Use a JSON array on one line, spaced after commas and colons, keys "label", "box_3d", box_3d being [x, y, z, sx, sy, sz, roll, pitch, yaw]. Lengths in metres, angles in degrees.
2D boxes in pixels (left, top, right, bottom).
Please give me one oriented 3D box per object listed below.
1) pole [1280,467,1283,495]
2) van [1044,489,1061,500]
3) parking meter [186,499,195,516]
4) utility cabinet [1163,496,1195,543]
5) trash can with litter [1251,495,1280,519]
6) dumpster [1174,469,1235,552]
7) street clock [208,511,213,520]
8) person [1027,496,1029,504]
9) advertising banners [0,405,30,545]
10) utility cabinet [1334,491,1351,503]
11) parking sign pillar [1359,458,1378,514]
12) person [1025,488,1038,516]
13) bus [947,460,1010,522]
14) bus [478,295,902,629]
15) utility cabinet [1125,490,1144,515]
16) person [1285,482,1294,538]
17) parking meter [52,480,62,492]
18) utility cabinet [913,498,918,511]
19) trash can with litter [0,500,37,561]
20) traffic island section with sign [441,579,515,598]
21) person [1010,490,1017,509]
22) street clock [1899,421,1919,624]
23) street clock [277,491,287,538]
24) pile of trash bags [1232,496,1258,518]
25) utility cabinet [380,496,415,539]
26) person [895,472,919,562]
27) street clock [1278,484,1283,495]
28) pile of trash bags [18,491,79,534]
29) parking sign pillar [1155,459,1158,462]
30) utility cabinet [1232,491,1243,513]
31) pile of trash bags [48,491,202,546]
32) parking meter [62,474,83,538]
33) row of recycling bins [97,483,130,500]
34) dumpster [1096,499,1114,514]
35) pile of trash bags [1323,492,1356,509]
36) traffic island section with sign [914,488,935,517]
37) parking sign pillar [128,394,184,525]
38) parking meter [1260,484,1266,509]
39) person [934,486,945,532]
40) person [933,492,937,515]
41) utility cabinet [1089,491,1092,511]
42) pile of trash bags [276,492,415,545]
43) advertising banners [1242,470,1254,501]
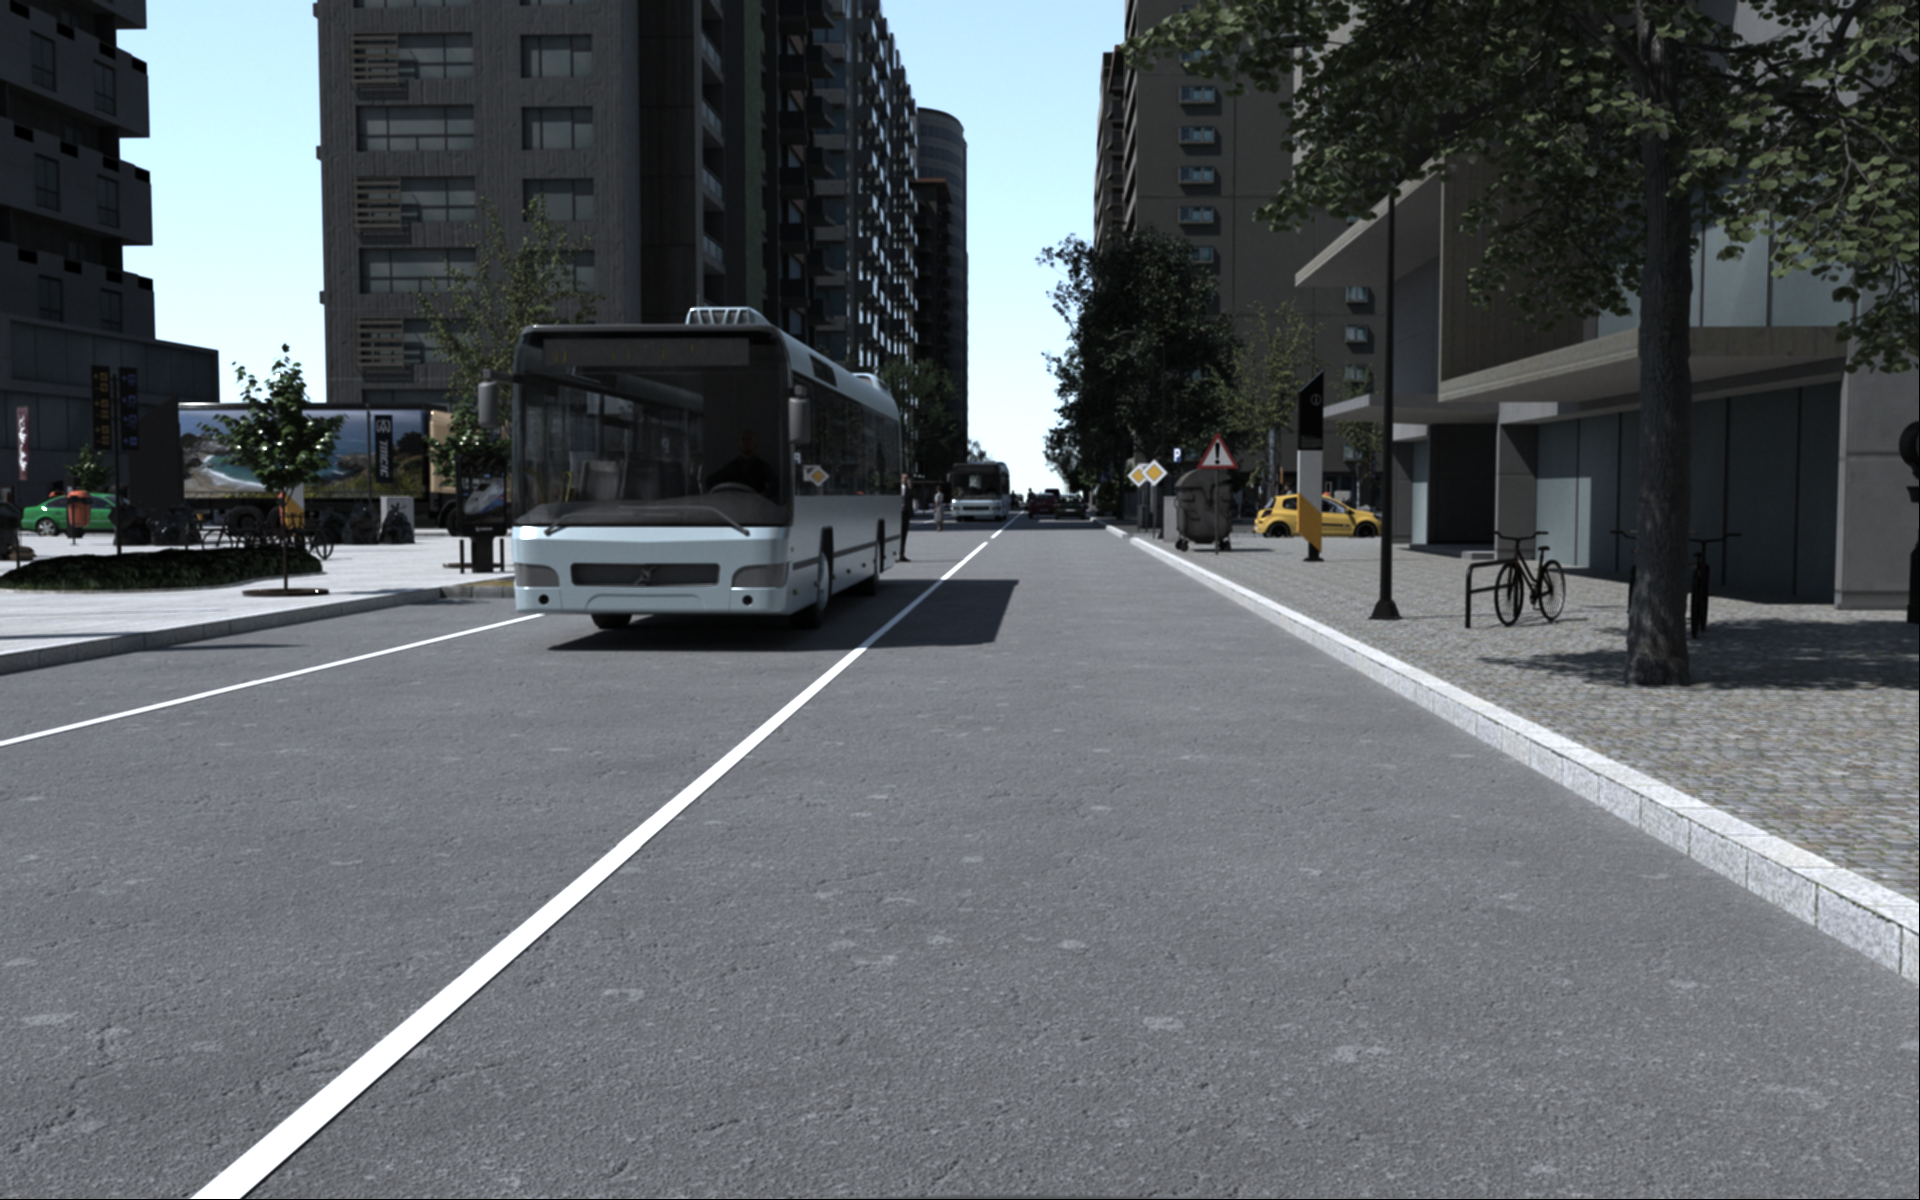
[{"label": "pole", "box_3d": [24.292, -8.374, 130.764, 0.158, 3.312, 0.155, 0, 3, 0]}, {"label": "van", "box_3d": [10.672, -12.085, 201.969, 2.240, 2.365, 5.245, 0, 4, 1]}, {"label": "parking meter", "box_3d": [-35.864, -4.424, 80.737, 0.372, 1.533, 0.369, 0, 3, 0]}, {"label": "utility cabinet", "box_3d": [5.891, -2.111, 45.672, 1.020, 1.237, 0.306, 1, 4, 14]}, {"label": "trash can with litter", "box_3d": [15.870, -4.709, 88.043, 2.233, 1.210, 1.678, 1, 4, 13]}, {"label": "dumpster", "box_3d": [5.530, -2.042, 39.148, 1.264, 1.857, 1.865, 0, 4, 3]}, {"label": "street clock", "box_3d": [-37.337, -4.988, 86.126, 0.358, 2.002, 0.471, 2, 4, 32]}, {"label": "person", "box_3d": [9.656, -14.343, 244.473, 0.415, 1.643, 0.593, 0, 4, 4]}, {"label": "advertising banners", "box_3d": [-19.197, -2.366, 34.867, 2.074, 3.025, 0.090, 3, 4, 37]}, {"label": "utility cabinet", "box_3d": [27.430, -7.066, 124.208, 1.173, 1.500, 0.318, 3, 4, 39]}, {"label": "parking sign pillar", "box_3d": [26.627, -7.635, 113.301, 1.447, 3.967, 1.447, -2, 4, -24]}, {"label": "person", "box_3d": [4.680, -6.418, 113.399, 0.822, 1.834, 0.622, 3, 4, 38]}, {"label": "bus", "box_3d": [1.175, -6.016, 93.217, 2.948, 3.499, 13.247, 0, 4, 4]}, {"label": "bus", "box_3d": [-2.546, -1.616, 21.283, 2.948, 3.499, 13.247, 0, 4, 3]}, {"label": "utility cabinet", "box_3d": [10.778, -6.016, 107.037, 1.173, 1.500, 0.318, 2, 4, 32]}, {"label": "person", "box_3d": [10.306, -2.809, 54.602, 0.466, 1.800, 0.511, 1, 4, 11]}, {"label": "parking meter", "box_3d": [-38.373, -4.159, 73.703, 0.399, 1.863, 0.255, 0, 4, -6]}, {"label": "utility cabinet", "box_3d": [-3.510, -7.241, 129.546, 0.306, 1.237, 1.020, -2, 4, -33]}, {"label": "trash can with litter", "box_3d": [-18.234, -1.346, 33.393, 1.055, 1.170, 0.624, 2, 4, 26]}, {"label": "traffic island section with sign", "box_3d": [-6.135, -0.987, 24.767, 1.989, 1.847, 2.006, 0, 4, 3]}, {"label": "person", "box_3d": [5.167, -9.850, 169.556, 1.348, 1.824, 0.705, -3, 5, -43]}, {"label": "street clock", "box_3d": [9.532, -0.767, 17.103, 0.471, 2.002, 0.358, -1, 4, -11]}, {"label": "street clock", "box_3d": [-19.730, -2.811, 50.537, 0.358, 2.002, 0.471, 1, 4, 10]}, {"label": "pile of trash bags", "box_3d": [14.384, -5.117, 93.418, 3.447, 1.369, 1.912, 1, 4, 10]}, {"label": "utility cabinet", "box_3d": [-16.062, -2.344, 49.486, 0.306, 1.237, 1.020, 2, 4, 28]}, {"label": "person", "box_3d": [-1.191, -1.758, 36.608, 0.648, 1.900, 0.474, -2, 4, -32]}, {"label": "street clock", "box_3d": [22.462, -7.147, 121.431, 0.358, 2.002, 0.471, 0, 4, 3]}, {"label": "pile of trash bags", "box_3d": [-33.019, -3.102, 60.473, 3.447, 1.369, 1.912, -3, 5, -44]}, {"label": "parking sign pillar", "box_3d": [15.086, -8.695, 130.633, 1.447, 3.967, 1.447, 3, 4, 39]}, {"label": "utility cabinet", "box_3d": [18.295, -6.525, 115.355, 1.173, 1.500, 0.318, -2, 4, -35]}, {"label": "pile of trash bags", "box_3d": [-20.875, -2.073, 43.641, 3.447, 1.369, 1.912, 0, 4, 6]}, {"label": "parking meter", "box_3d": [-25.767, -2.732, 50.381, 0.399, 1.863, 0.255, 1, 4, 20]}, {"label": "row of recycling bins", "box_3d": [-31.209, -3.559, 65.301, 3.534, 1.692, 1.069, 1, 4, 14]}, {"label": "dumpster", "box_3d": [8.738, -5.988, 103.661, 1.264, 1.857, 1.865, 0, 4, 3]}, {"label": "pile of trash bags", "box_3d": [19.581, -4.954, 90.743, 1.912, 1.369, 3.447, 0, 4, -4]}, {"label": "traffic island section with sign", "box_3d": [-2.167, -6.027, 107.162, 1.989, 1.847, 2.006, 0, 4, 3]}, {"label": "parking sign pillar", "box_3d": [-21.812, -3.579, 46.996, 1.447, 3.967, 1.447, 0, 4, -5]}, {"label": "parking meter", "box_3d": [17.988, -5.925, 102.587, 0.255, 1.863, 0.399, -1, 4, -22]}, {"label": "person", "box_3d": [-0.856, -3.505, 66.380, 0.524, 1.755, 0.480, 2, 4, 35]}, {"label": "person", "box_3d": [-1.712, -6.715, 120.102, 0.330, 1.601, 0.589, 2, 4, 25]}, {"label": "utility cabinet", "box_3d": [9.929, -7.460, 130.655, 0.318, 1.500, 1.173, 0, 4, -1]}, {"label": "pile of trash bags", "box_3d": [-15.714, -2.092, 43.951, 1.912, 1.369, 3.447, 2, 4, 35]}, {"label": "advertising banners", "box_3d": [20.768, -8.028, 127.449, 2.074, 3.025, 0.090, 0, 4, -6]}]
